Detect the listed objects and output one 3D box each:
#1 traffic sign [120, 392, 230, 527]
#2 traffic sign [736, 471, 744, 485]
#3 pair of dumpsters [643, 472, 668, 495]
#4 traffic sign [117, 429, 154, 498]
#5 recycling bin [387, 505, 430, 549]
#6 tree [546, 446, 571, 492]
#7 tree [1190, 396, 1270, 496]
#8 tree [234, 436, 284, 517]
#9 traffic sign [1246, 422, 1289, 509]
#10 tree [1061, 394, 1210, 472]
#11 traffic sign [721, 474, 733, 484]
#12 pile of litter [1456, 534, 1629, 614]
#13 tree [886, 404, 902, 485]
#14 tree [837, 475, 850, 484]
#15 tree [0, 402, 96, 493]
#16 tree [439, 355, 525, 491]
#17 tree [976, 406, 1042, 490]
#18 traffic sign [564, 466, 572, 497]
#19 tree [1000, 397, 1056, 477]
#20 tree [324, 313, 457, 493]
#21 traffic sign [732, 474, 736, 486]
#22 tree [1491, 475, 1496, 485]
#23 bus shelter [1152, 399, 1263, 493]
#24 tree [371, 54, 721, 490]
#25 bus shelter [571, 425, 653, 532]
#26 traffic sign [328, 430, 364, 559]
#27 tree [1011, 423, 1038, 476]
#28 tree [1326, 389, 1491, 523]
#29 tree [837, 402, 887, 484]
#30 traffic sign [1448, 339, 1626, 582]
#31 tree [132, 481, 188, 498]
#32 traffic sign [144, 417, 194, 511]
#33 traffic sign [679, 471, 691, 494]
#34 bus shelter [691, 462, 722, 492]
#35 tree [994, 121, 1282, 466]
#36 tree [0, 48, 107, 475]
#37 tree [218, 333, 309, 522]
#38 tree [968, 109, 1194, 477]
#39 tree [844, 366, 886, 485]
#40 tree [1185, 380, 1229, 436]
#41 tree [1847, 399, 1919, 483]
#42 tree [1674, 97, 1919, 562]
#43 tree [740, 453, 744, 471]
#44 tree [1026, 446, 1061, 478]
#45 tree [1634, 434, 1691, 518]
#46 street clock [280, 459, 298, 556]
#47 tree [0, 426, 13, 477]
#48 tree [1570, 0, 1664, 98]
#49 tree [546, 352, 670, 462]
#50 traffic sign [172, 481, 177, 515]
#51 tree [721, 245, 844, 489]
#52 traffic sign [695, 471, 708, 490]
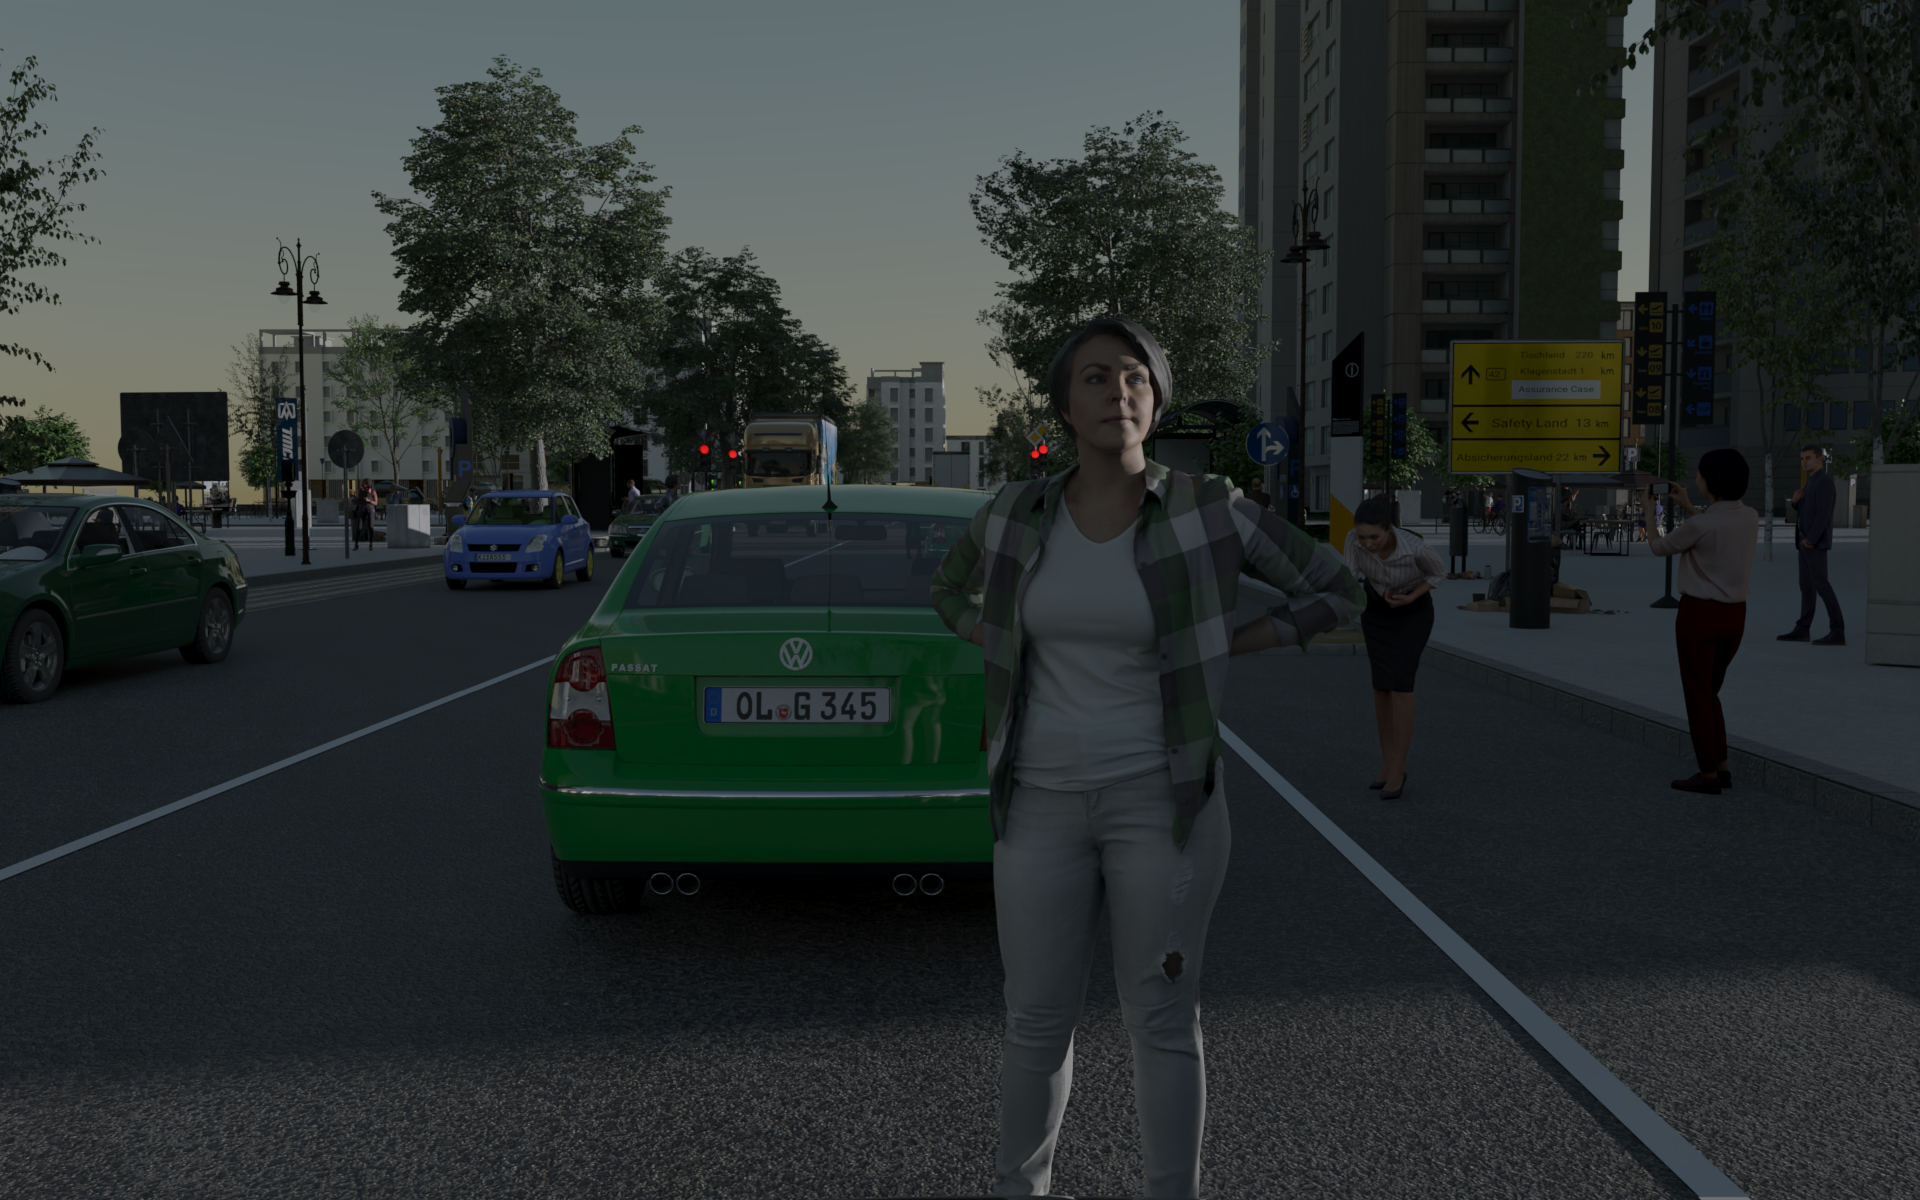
[{"bbox_3d":[-15.656,-2.487,34.535,2.265,3.308,0.079,0,4,6],"label":"traffic sign"},{"bbox_3d":[-12.161,-5.905,96.648,0.768,2.556,0.104,1,4,10],"label":"traffic sign"},{"bbox_3d":[-13.792,-4.456,75.348,1.574,2.255,4.437,0,4,0],"label":"pair of dumpsters"},{"bbox_3d":[-16.077,-2.061,33.807,0.768,2.556,0.104,0,4,6],"label":"traffic sign"},{"bbox_3d":[-13.101,-1.748,41.139,0.722,1.027,0.722,2,4,29],"label":"recycling bin"},{"bbox_3d":[-22.124,-7.066,99.250,4.285,4.588,4.351,0,3,0],"label":"tree"},{"bbox_3d":[5.640,-2.413,34.062,1.663,3.219,1.824,0,3,0],"label":"tree"},{"bbox_3d":[-38.649,-6.884,96.274,4.285,4.588,4.351,0,3,0],"label":"tree"},{"bbox_3d":[5.472,-1.884,30.912,0.768,2.556,0.104,0,4,3],"label":"traffic sign"},{"bbox_3d":[5.800,-4.139,51.388,4.285,4.588,4.351,0,3,0],"label":"tree"},{"bbox_3d":[-12.650,-5.760,94.281,0.768,2.556,0.104,0,4,1],"label":"traffic sign"},{"bbox_3d":[6.362,-0.302,18.909,1.719,0.858,1.176,3,4,38],"label":"pile of litter"},{"bbox_3d":[-12.182,-19.327,222.649,9.857,13.997,8.962,0,3,0],"label":"tree"},{"bbox_3d":[-11.309,-10.918,173.106,1.663,3.219,1.824,0,3,0],"label":"tree"},{"bbox_3d":[-32.887,-4.802,62.221,4.285,4.588,4.351,0,3,0],"label":"tree"},{"bbox_3d":[-21.675,-7.954,80.415,4.737,8.622,4.395,0,3,0],"label":"tree"},{"bbox_3d":[6.628,-18.555,220.388,9.611,12.733,9.660,0,3,0],"label":"tree"},{"bbox_3d":[-14.176,-3.743,63.325,0.606,2.300,0.079,1,4,9],"label":"traffic sign"},{"bbox_3d":[5.413,-11.052,131.070,4.737,8.622,4.395,0,3,0],"label":"tree"},{"bbox_3d":[-32.752,-10.666,100.136,9.928,11.665,9.643,0,3,0],"label":"tree"},{"bbox_3d":[-12.838,-6.059,99.170,0.768,2.556,0.104,0,4,2],"label":"traffic sign"},{"bbox_3d":[22.799,-5.752,77.760,4.285,4.588,4.351,0,3,0],"label":"tree"},{"bbox_3d":[5.447,-2.798,39.669,2.014,3.302,5.546,0,4,0],"label":"bus shelter"},{"bbox_3d":[-12.442,-8.824,50.924,9.857,13.997,8.962,0,3,0],"label":"tree"},{"bbox_3d":[-12.403,-4.331,62.095,1.731,3.624,6.357,0,3,0],"label":"bus shelter"},{"bbox_3d":[-12.175,-2.094,34.341,0.768,2.556,0.104,0,4,7],"label":"traffic sign"},{"bbox_3d":[6.886,-13.466,170.533,4.360,8.622,3.978,0,3,0],"label":"tree"},{"bbox_3d":[13.264,-4.299,54.006,4.285,4.588,4.351,0,3,0],"label":"tree"},{"bbox_3d":[-12.173,-16.284,192.005,9.928,11.665,9.643,0,3,0],"label":"tree"},{"bbox_3d":[7.594,-1.775,22.888,2.265,3.308,0.079,0,4,3],"label":"traffic sign"},{"bbox_3d":[-22.483,-3.323,48.937,1.663,3.219,1.824,0,3,0],"label":"tree"},{"bbox_3d":[-13.311,-1.782,29.136,0.884,2.594,0.081,0,4,7],"label":"traffic sign"},{"bbox_3d":[-15.528,-5.964,97.624,0.768,2.556,0.104,1,4,10],"label":"traffic sign"},{"bbox_3d":[-15.710,-7.053,109.242,2.014,3.302,5.546,0,4,0],"label":"bus shelter"},{"bbox_3d":[5.971,-9.289,58.537,9.857,13.997,8.962,0,3,0],"label":"tree"},{"bbox_3d":[-12.675,-4.318,20.956,4.360,8.622,3.978,0,3,0],"label":"tree"},{"bbox_3d":[-31.538,-7.853,78.764,4.360,8.622,3.978,0,3,0],"label":"tree"},{"bbox_3d":[7.274,-14.011,84.974,12.611,20.169,13.585,0,3,0],"label":"tree"},{"bbox_3d":[-12.484,-13.969,135.051,9.857,13.997,8.962,0,3,0],"label":"tree"},{"bbox_3d":[14.896,-9.307,102.527,4.360,8.622,3.978,0,3,0],"label":"tree"},{"bbox_3d":[32.485,-4.648,59.708,4.285,4.588,4.351,0,3,0],"label":"tree"},{"bbox_3d":[15.471,-5.024,32.513,4.737,8.622,4.395,0,3,0],"label":"tree"},{"bbox_3d":[-12.150,-7.819,111.558,4.285,4.588,4.351,0,3,0],"label":"tree"},{"bbox_3d":[6.478,-6.740,93.906,4.285,4.588,4.351,0,3,0],"label":"tree"},{"bbox_3d":[37.782,-6.736,93.855,4.285,4.588,4.351,0,3,0],"label":"tree"},{"bbox_3d":[-13.935,-1.921,35.974,0.358,2.002,0.471,-1,4,-14],"label":"street clock"},{"bbox_3d":[-67.181,-8.792,106.657,11.467,7.101,20.602,0,4,1],"label":"tree"},{"bbox_3d":[5.623,-3.640,9.882,4.360,8.622,3.978,0,3,0],"label":"tree"},{"bbox_3d":[-21.606,-10.505,106.164,8.767,10.594,7.601,0,4,0],"label":"tree"},{"bbox_3d":[-16.076,-2.160,35.425,0.768,2.556,0.104,0,4,7],"label":"traffic sign"},{"bbox_3d":[-11.918,-11.061,87.501,9.857,13.997,8.962,0,3,0],"label":"tree"},{"bbox_3d":[-14.153,-5.802,94.967,0.768,2.556,0.104,0,4,4],"label":"traffic sign"}]
